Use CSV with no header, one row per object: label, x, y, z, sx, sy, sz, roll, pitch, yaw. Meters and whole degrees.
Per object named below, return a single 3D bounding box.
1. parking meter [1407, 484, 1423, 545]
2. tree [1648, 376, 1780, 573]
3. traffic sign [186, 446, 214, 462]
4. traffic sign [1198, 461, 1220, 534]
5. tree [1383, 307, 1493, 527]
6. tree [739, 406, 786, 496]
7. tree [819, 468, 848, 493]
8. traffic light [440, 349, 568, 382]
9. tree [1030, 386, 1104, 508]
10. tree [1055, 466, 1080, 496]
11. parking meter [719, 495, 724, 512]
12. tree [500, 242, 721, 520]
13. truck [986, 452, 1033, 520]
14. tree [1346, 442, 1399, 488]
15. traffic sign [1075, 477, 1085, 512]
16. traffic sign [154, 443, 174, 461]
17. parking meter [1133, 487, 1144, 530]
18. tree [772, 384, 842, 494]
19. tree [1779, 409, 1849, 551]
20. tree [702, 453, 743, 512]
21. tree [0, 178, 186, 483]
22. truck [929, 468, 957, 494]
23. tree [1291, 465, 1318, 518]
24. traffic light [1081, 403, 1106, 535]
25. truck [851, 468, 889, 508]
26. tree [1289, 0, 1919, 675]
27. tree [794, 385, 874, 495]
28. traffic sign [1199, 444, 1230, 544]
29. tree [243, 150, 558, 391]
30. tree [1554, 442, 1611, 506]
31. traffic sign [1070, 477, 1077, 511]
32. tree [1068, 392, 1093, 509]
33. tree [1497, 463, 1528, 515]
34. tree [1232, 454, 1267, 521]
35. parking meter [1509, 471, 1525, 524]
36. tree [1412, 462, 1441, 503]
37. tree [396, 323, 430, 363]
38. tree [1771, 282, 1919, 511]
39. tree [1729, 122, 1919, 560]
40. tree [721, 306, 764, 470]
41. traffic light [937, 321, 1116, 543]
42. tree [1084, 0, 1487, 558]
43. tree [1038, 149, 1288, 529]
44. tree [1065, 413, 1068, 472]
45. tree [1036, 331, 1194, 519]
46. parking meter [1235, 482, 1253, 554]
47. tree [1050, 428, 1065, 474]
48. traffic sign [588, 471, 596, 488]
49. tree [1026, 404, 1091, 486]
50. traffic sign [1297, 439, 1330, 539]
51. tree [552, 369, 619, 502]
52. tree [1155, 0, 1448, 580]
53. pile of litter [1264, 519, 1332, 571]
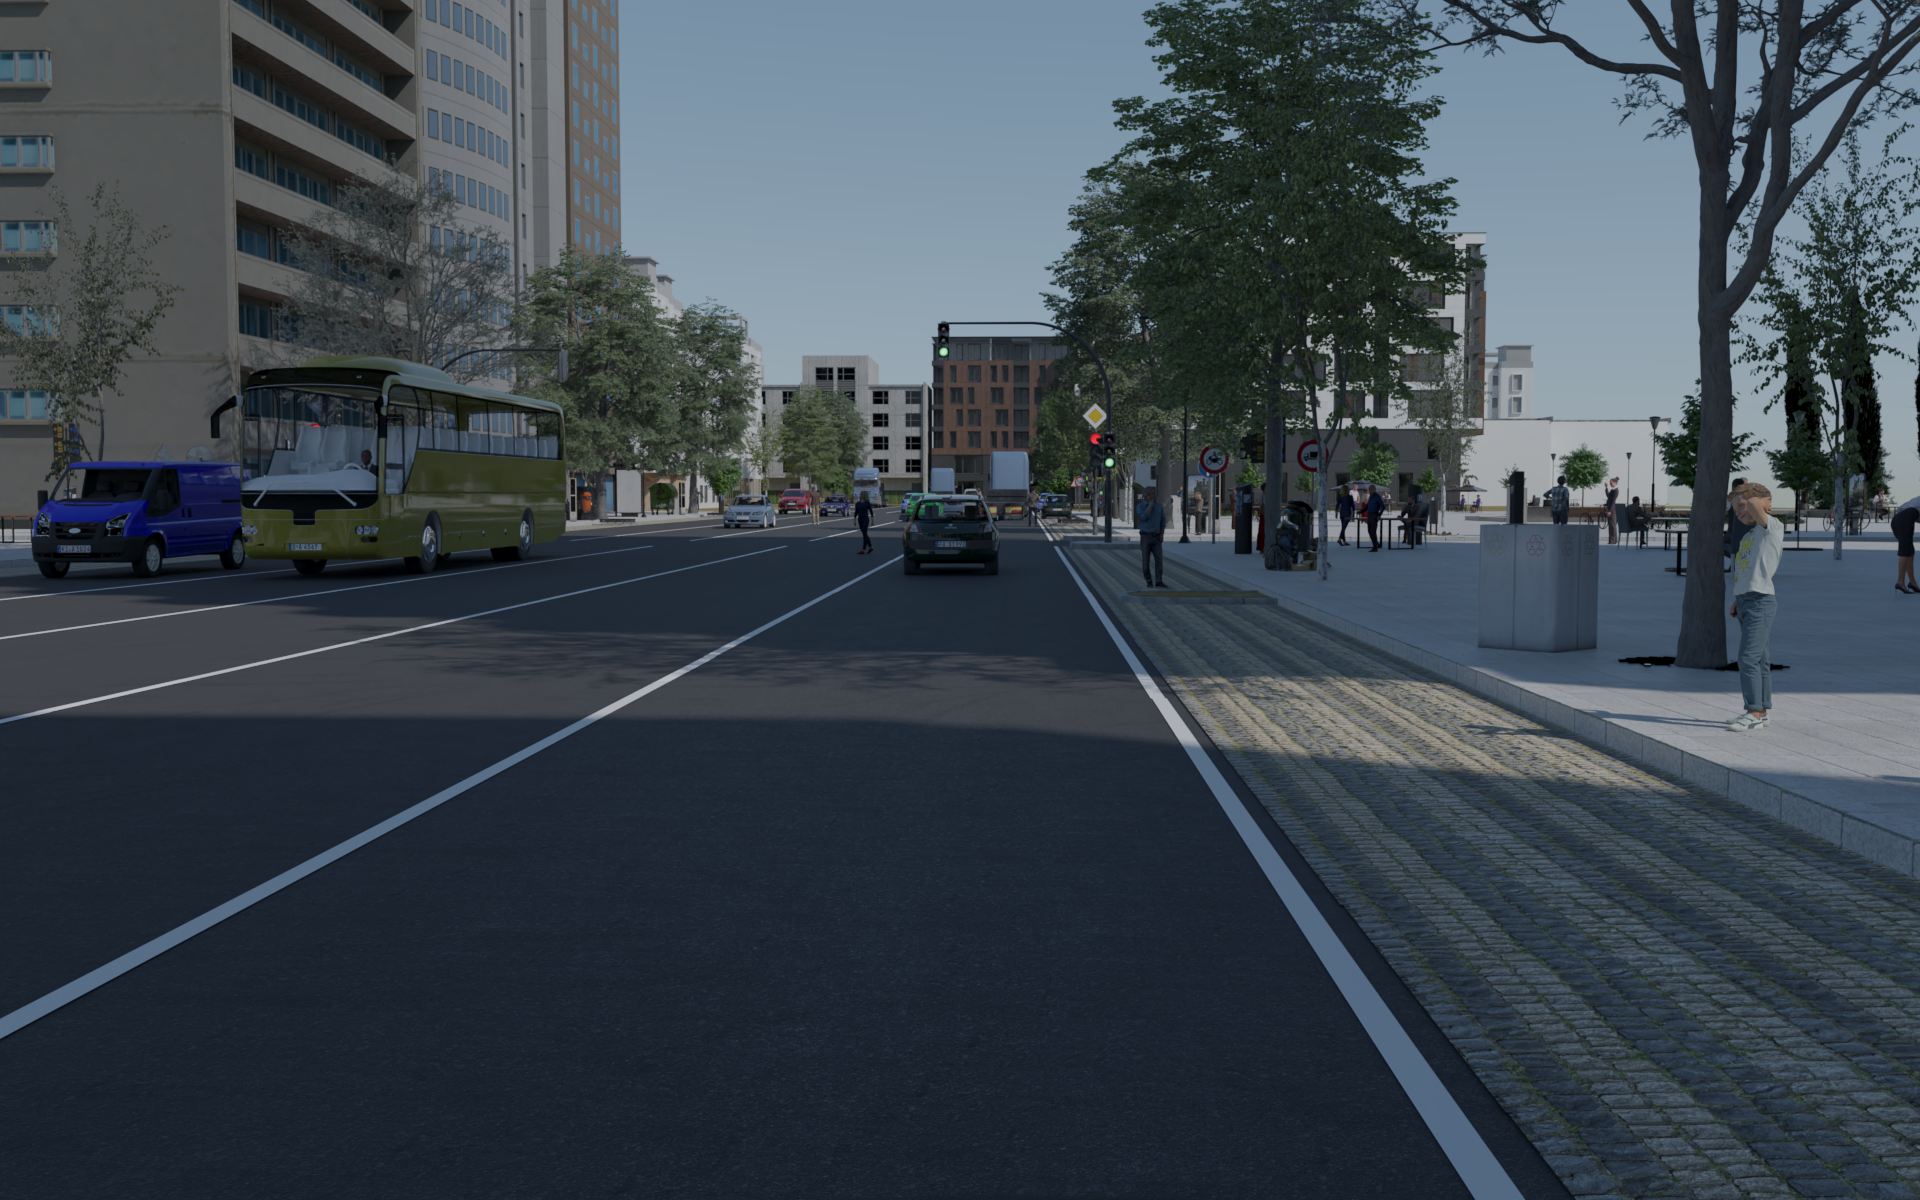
parking meter,11.501,-2.163,43.775,0.372,1.533,0.369,0,3,0
tree,12.162,-2.085,28.694,1.663,3.219,1.824,0,3,0
traffic sign,-20.002,-2.782,45.589,0.768,2.556,0.104,0,4,4
traffic sign,7.997,-3.387,55.490,0.768,2.556,0.104,0,4,3
tree,18.662,-7.132,66.972,4.360,8.622,3.978,0,3,0
tree,-16.111,-11.714,141.880,4.737,8.622,4.395,0,3,0
tree,-14.108,-12.765,192.429,4.285,4.588,4.351,0,3,0
traffic light,-14.705,-4.873,54.347,4.771,5.953,1.251,0,4,2
tree,10.563,-14.603,164.516,9.928,11.665,9.643,0,3,0
tree,11.940,-12.640,190.376,4.285,4.588,4.351,0,3,0
parking meter,-16.649,-6.873,120.785,0.372,1.533,0.369,0,3,0
tree,-18.111,-11.002,86.536,9.857,13.997,8.962,0,3,0
truck,2.783,-6.992,104.080,2.967,4.110,18.799,0,4,3
tree,25.967,-7.664,109.017,4.285,4.588,4.351,0,3,0
traffic sign,8.782,-7.754,126.884,0.768,2.556,0.104,1,4,10
traffic sign,-20.293,-2.702,44.176,0.884,2.594,0.081,0,4,3
parking meter,6.470,-3.322,62.727,0.372,1.533,0.369,0,3,0
tree,-15.944,-15.963,179.121,7.486,12.596,7.792,0,3,0
tree,19.099,-2.752,39.594,1.663,3.219,1.824,0,3,0
tree,-17.279,-8.704,126.017,4.285,4.588,4.351,0,3,0
tree,-20.067,-5.464,39.692,4.360,8.622,3.978,0,3,0
truck,-1.987,-11.283,174.242,2.967,4.110,18.799,0,4,2
tree,18.614,-5.952,91.917,1.663,3.219,1.824,0,3,0
traffic light,4.171,-3.960,53.672,0.839,4.253,0.868,0,4,2
truck,-9.359,-11.850,183.508,2.967,4.110,18.799,0,4,1
tree,5.603,-6.237,12.340,12.009,13.543,11.850,0,3,0
tree,-14.894,-18.055,201.848,9.857,13.997,8.962,0,3,0
traffic sign,6.509,-2.708,44.376,0.768,2.556,0.104,0,4,5
tree,-19.612,-9.258,61.742,12.009,13.543,11.850,0,3,0
tree,39.020,-7.645,108.704,4.285,4.588,4.351,0,3,0
traffic sign,8.597,-7.878,128.803,0.884,2.594,0.081,0,4,4
tree,7.172,-7.545,73.727,4.737,8.622,4.395,0,3,0
tree,34.621,-6.932,107.946,1.663,3.219,1.824,0,3,0
tree,13.984,-5.494,84.427,1.663,3.219,1.824,0,3,0
parking meter,14.255,-2.363,44.348,0.255,1.863,0.399,0,4,-2
tree,28.705,-6.806,105.872,1.663,3.219,1.824,0,3,0
tree,-23.818,-7.532,73.512,4.360,8.622,3.978,0,3,0
tree,60.140,-12.978,114.017,13.155,14.587,18.604,-1,4,-16
tree,16.896,-5.088,33.545,4.737,8.622,4.395,0,3,0
tree,-17.518,-12.617,112.949,9.857,13.997,8.962,0,3,0
traffic light,1.799,-4.340,45.623,4.771,5.953,1.251,0,4,2
tree,6.367,-7.099,34.204,7.486,12.596,7.792,0,3,0
tree,7.592,-9.581,63.307,9.857,13.997,8.962,0,3,0
tree,7.850,-8.034,81.711,4.737,8.622,4.395,0,3,0
tree,8.069,-9.460,89.083,8.767,10.594,7.601,0,4,6
parking meter,6.068,-1.752,37.051,0.372,1.533,0.369,0,3,0
tree,9.722,-11.820,143.618,4.737,8.622,4.395,0,3,0
traffic sign,-19.709,-5.711,93.487,0.768,2.556,0.104,1,4,11
tree,11.578,-17.281,199.559,9.611,12.733,9.660,0,3,0
traffic sign,8.247,-2.472,40.521,0.768,2.556,0.104,0,4,4
tree,-22.402,-9.433,104.594,4.737,8.622,4.395,0,3,0
tree,5.243,-4.594,25.480,4.737,8.622,4.395,0,3,0
pile of litter,5.826,-0.948,29.469,1.719,0.858,1.176,-3,5,-43
